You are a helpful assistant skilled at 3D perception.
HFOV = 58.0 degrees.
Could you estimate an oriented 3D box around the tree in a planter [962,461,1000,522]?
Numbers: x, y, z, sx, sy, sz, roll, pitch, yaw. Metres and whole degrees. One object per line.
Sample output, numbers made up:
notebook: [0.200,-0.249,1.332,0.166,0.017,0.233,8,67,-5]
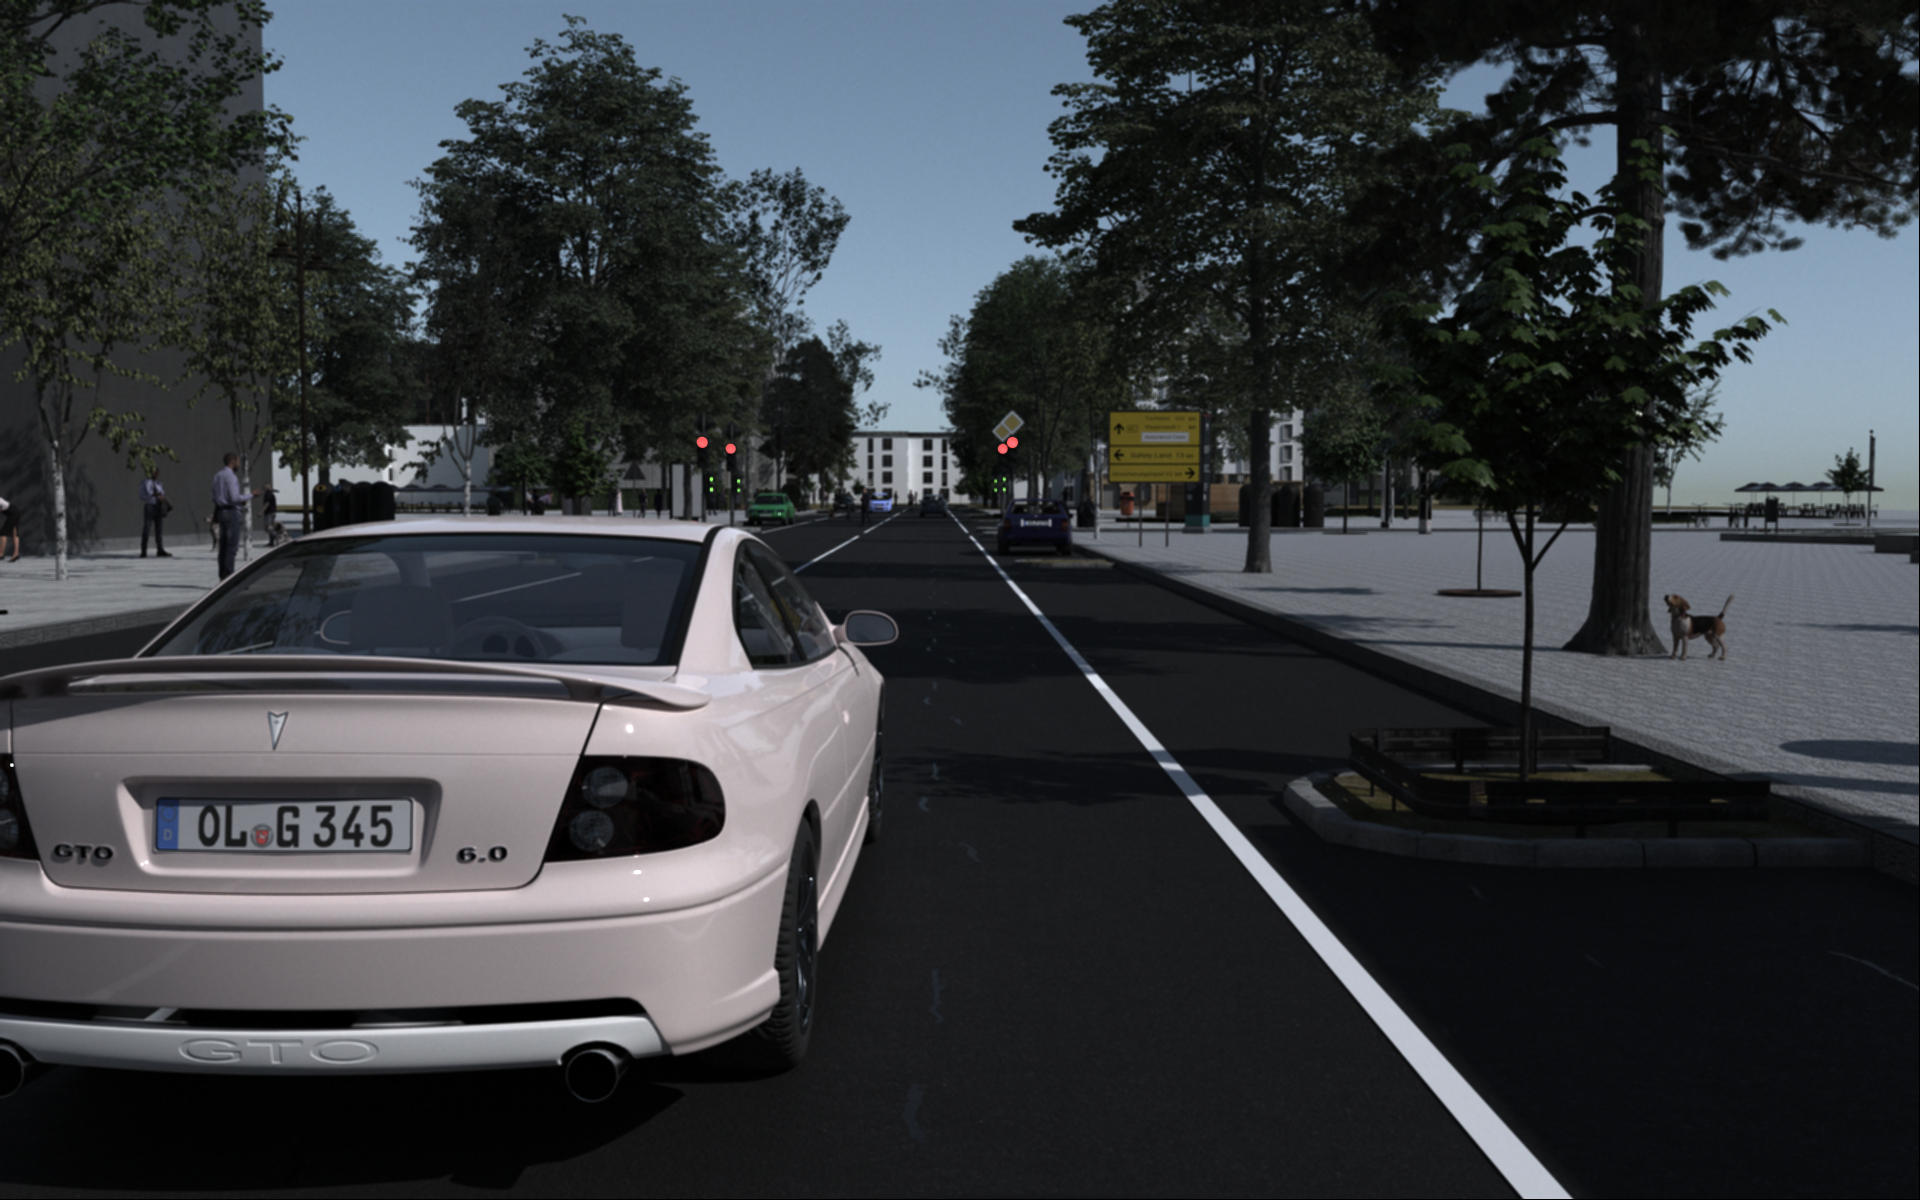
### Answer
tree in a planter: [1.235,-5.719,90.732,1.991,3.239,1.994,0,4,-1]

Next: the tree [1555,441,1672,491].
tree: [47.066,-10.240,130.335,11.467,7.101,20.602,0,4,-5]

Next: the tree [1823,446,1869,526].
tree: [36.414,-4.654,70.701,1.663,3.219,1.824,0,3,0]

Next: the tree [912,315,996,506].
tree: [1.789,-20.008,183.024,12.611,20.169,13.585,0,3,0]

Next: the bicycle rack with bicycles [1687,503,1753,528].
bicycle rack with bicycles: [29.323,-3.262,66.711,2.852,0.926,2.925,2,4,33]

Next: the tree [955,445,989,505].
tree: [1.507,-15.403,202.197,4.360,8.622,3.978,0,3,0]

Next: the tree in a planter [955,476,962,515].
tree in a planter: [0.826,-7.367,117.673,1.991,3.239,1.994,0,4,-1]

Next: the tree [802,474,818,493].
tree: [-12.701,-9.185,144.778,1.663,3.219,1.824,0,3,0]

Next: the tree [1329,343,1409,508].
tree: [28.787,-12.161,120.893,6.751,12.117,7.091,0,3,0]

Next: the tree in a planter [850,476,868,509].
tree in a planter: [-9.838,-10.388,167.066,1.991,3.239,1.994,0,4,-1]

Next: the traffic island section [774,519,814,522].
traffic island section: [-8.669,-4.153,90.774,1.991,0.108,1.994,0,4,-1]

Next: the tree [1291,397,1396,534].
tree: [12.353,-4.408,55.782,4.285,4.588,4.351,0,3,0]

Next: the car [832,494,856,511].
car: [-9.692,-8.271,145.020,2.009,1.686,4.222,0,4,-1]

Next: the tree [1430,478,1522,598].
tree: [6.453,-1.670,21.902,1.663,3.219,1.824,0,3,0]

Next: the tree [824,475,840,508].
tree: [-12.316,-10.255,162.268,1.663,3.219,1.824,0,3,0]

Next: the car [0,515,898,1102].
car: [-1.274,0.407,5.706,2.083,1.381,4.827,0,4,1]

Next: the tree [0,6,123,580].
tree: [-13.265,-4.588,25.380,4.737,8.622,4.395,0,3,0]

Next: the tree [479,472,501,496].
tree: [-37.260,-8.786,138.245,1.663,3.219,1.824,0,3,0]

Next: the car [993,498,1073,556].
car: [1.766,-1.775,41.604,1.945,1.354,3.894,0,4,1]

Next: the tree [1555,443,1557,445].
tree: [31.610,-8.816,94.504,4.360,8.622,3.978,0,3,0]

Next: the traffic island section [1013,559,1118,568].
traffic island section: [2.080,-0.728,34.767,1.991,0.108,1.994,0,4,-1]

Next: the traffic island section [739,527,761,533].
traffic island section: [-8.615,-2.635,65.362,2.009,0.180,2.903,0,4,-1]

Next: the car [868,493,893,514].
car: [-5.936,-7.280,128.624,1.945,1.707,3.694,0,4,-1]

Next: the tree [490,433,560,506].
tree: [-23.190,-6.630,92.120,4.285,4.588,4.351,0,3,0]

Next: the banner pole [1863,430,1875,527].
banner pole: [35.486,-4.735,67.433,0.401,3.779,0.863,1,4,16]

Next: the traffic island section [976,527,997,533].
traffic island section: [1.625,-2.644,65.511,2.009,0.180,2.903,0,4,-1]

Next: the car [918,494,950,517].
car: [-1.672,-6.018,110.390,2.014,1.417,4.499,0,4,0]

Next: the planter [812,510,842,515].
planter: [-9.101,-5.973,118.805,1.991,0.319,1.994,0,4,-1]

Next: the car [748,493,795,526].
car: [-8.707,-4.358,80.056,1.959,1.807,4.718,0,4,1]

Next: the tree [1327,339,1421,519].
tree: [22.763,-9.389,87.928,8.767,10.594,7.601,1,4,16]

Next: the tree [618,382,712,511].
tree: [-22.474,-13.771,132.574,7.806,13.903,7.818,0,3,0]

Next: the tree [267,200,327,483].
tree: [-27.601,-10.309,75.204,9.857,13.997,8.962,0,3,0]

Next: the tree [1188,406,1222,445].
tree: [17.103,-10.676,124.913,4.360,8.622,3.978,0,3,0]

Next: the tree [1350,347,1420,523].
tree: [19.027,-7.737,76.859,4.360,8.622,3.978,0,3,0]

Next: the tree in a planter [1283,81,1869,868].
tree in a planter: [2.493,-0.631,7.544,1.991,3.239,1.994,0,4,-1]

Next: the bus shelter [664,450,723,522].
bus shelter: [-12.376,-5.298,80.544,2.014,3.302,5.546,0,4,-1]

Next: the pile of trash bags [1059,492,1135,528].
pile of trash bags: [5.015,-3.465,66.405,3.447,1.369,1.912,1,4,16]

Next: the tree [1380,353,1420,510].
tree: [30.251,-11.471,113.306,9.928,11.665,9.643,0,3,0]

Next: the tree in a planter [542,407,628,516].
tree in a planter: [-7.845,-2.353,35.690,1.991,3.239,1.994,0,4,-1]

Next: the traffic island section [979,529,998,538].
traffic island section: [1.746,-2.156,57.527,2.009,0.180,2.903,0,4,-1]

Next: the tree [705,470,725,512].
tree: [-17.397,-7.829,122.610,1.663,3.219,1.824,0,3,0]

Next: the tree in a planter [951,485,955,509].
tree in a planter: [0.081,-10.398,167.225,1.991,3.239,1.994,0,4,-1]

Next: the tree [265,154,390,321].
tree: [-36.309,-14.333,90.234,12.611,20.169,13.585,0,3,0]

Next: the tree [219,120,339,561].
tree: [-13.650,-5.040,32.771,4.737,8.622,4.395,0,3,0]

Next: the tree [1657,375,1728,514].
tree: [35.134,-8.241,85.095,4.737,8.622,4.395,0,3,0]
